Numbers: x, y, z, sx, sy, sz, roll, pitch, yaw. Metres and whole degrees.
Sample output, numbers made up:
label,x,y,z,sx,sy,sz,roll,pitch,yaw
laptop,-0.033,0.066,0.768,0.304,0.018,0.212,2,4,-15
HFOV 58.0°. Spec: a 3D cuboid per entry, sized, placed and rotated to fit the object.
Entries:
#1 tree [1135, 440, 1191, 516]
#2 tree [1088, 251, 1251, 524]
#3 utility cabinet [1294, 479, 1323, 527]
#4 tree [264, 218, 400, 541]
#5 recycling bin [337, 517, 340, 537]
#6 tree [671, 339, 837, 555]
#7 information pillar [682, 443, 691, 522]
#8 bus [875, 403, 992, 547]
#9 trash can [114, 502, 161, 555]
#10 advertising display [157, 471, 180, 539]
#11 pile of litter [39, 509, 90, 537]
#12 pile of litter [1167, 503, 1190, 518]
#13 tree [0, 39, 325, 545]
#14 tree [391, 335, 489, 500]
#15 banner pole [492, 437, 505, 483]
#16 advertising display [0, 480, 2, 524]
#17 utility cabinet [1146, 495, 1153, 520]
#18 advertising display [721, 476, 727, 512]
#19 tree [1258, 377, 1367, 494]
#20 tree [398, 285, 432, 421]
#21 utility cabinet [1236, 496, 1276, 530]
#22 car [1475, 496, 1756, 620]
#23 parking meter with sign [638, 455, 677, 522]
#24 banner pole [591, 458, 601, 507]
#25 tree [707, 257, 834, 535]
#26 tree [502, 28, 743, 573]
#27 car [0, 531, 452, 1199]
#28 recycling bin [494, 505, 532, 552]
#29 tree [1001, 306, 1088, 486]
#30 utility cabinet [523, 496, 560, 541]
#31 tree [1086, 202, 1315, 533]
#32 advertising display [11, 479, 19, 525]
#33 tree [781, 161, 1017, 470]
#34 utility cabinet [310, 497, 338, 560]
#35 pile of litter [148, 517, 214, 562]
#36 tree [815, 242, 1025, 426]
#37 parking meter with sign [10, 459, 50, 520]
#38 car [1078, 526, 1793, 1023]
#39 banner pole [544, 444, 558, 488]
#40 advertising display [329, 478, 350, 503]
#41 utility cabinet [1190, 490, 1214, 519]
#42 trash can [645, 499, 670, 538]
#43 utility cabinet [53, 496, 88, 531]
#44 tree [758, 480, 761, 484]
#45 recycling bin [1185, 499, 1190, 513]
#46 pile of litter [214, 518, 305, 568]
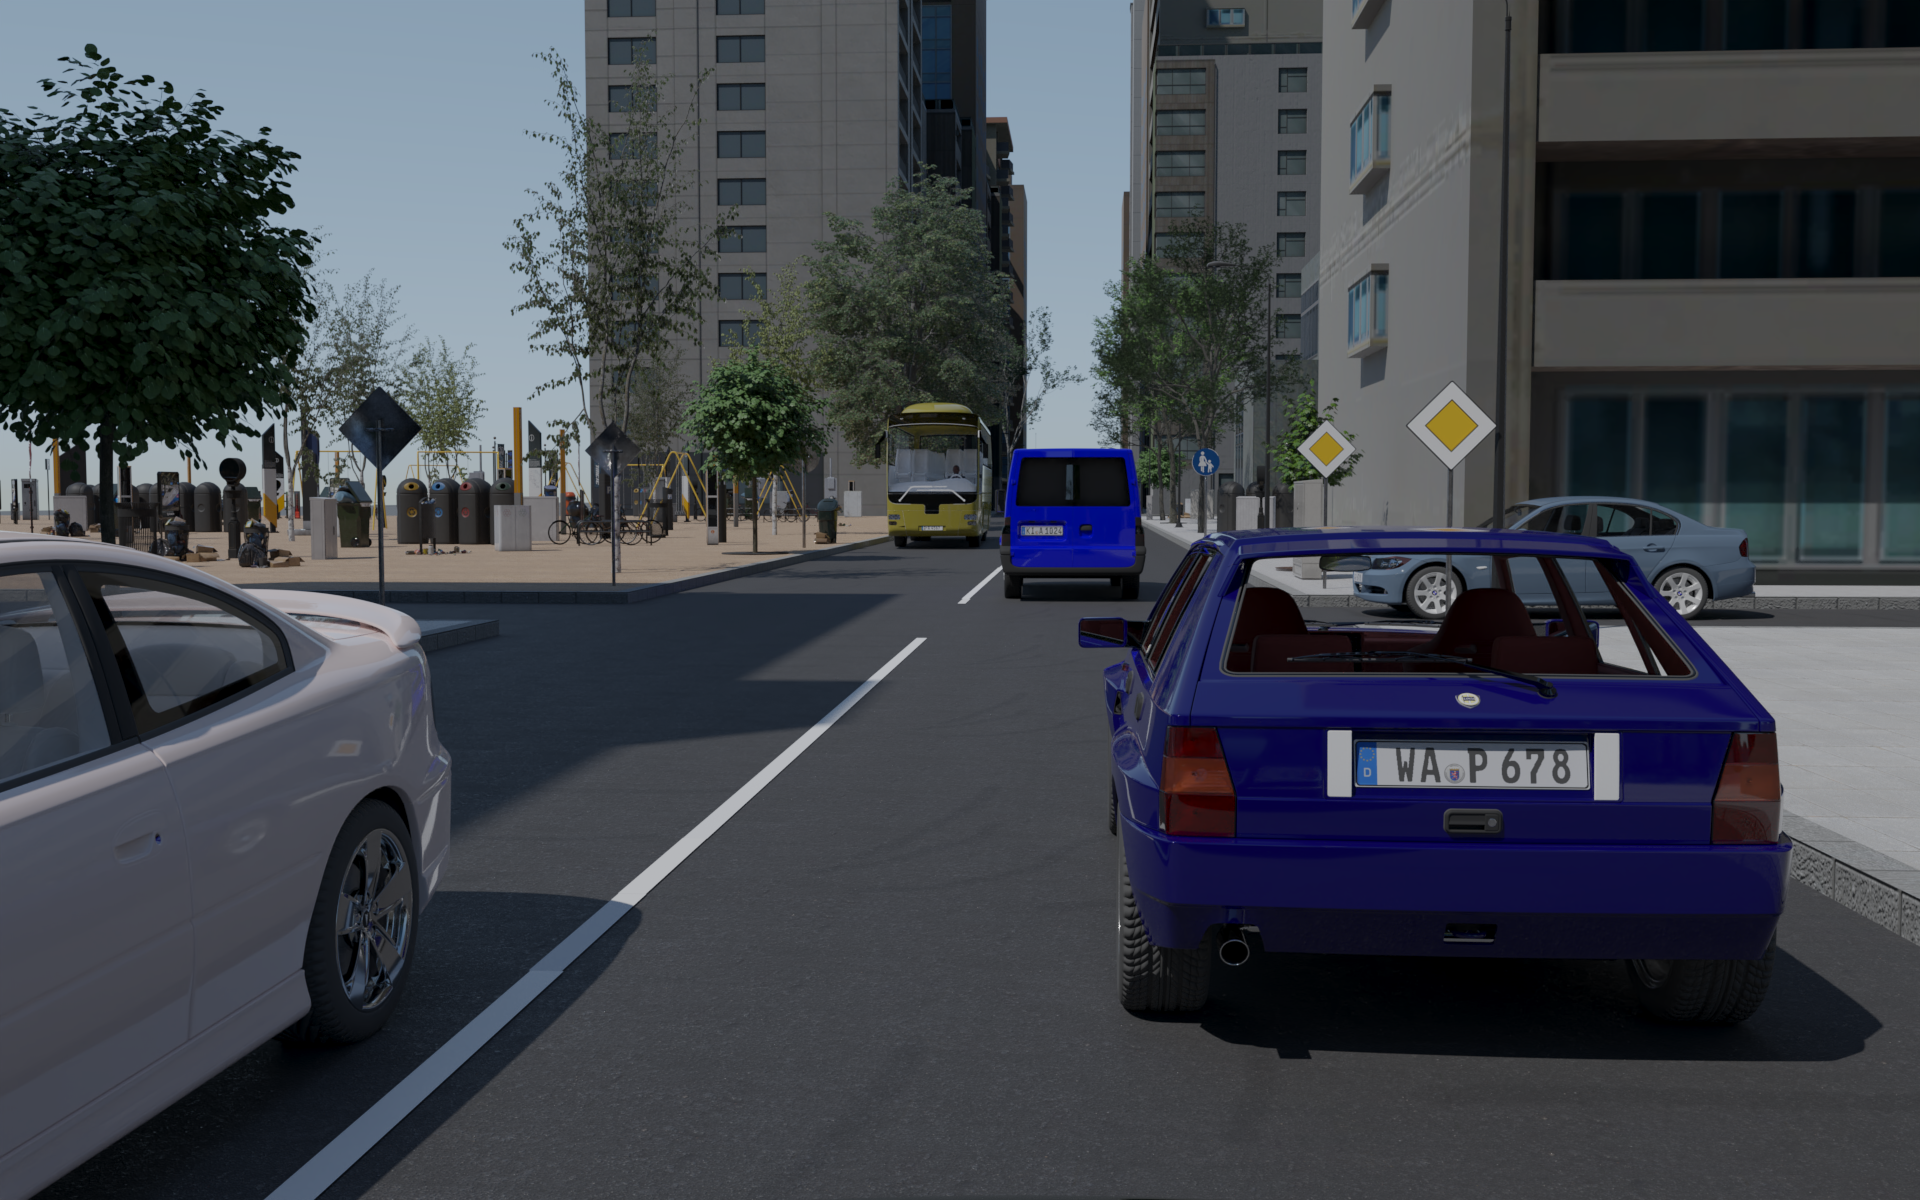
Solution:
label,x,y,z,sx,sy,sz,roll,pitch,yaw
tree,12.035,-7.303,103.125,4.285,4.588,4.351,0,3,0
tree,9.122,-9.124,74.932,9.928,11.665,9.643,0,3,0
utility cabinet,5.286,-1.084,26.406,0.318,1.500,1.173,0,4,4
tree,-17.924,-5.901,46.850,4.360,8.622,3.978,0,3,0
recycling bin,-18.227,-2.397,51.745,0.722,1.027,0.722,-1,4,-19
tree,-4.460,-3.258,36.983,4.285,4.588,4.351,0,3,0
information pillar,-12.495,-5.358,78.959,0.183,3.616,0.504,-3,5,-42
bus,-0.477,-3.595,50.329,2.896,3.916,12.252,0,4,2
trash can,-14.278,-1.127,30.080,0.748,1.137,0.748,0,3,0
advertising display,-22.580,-2.705,49.435,0.123,1.923,0.974,0,4,5
pile of litter,-26.985,-2.316,51.825,1.719,0.858,1.176,-2,4,-29
pile of litter,11.669,-4.727,91.256,1.719,0.858,1.176,0,4,7
tree,-6.250,-1.778,12.780,4.285,4.588,4.351,0,3,0
tree,-23.528,-7.895,79.441,4.737,8.622,4.395,0,3,0
banner pole,-20.138,-5.238,75.651,0.401,3.779,0.863,2,4,25
advertising display,-42.045,-4.281,75.205,0.974,1.923,0.123,1,4,19
utility cabinet,9.431,-4.587,86.153,0.306,1.237,1.020,1,4,8
advertising display,-8.637,-3.551,63.277,0.123,1.923,0.974,0,4,-3
tree,5.796,-2.090,28.770,1.663,3.219,1.824,0,3,0
tree,-19.728,-6.535,57.210,4.360,8.622,3.978,0,3,0
utility cabinet,8.003,-2.184,46.875,1.020,1.237,0.306,2,4,24
car,6.938,-0.518,20.466,4.499,1.417,2.014,0,4,2
parking meter with sign,-13.654,-5.014,78.233,1.738,3.016,0.543,-1,4,-10
banner pole,-18.660,-6.032,88.634,0.863,3.779,0.401,2,4,33
tree,-5.864,-6.353,54.230,4.737,8.622,4.395,0,3,0
tree,-5.606,-4.757,28.147,4.360,8.622,3.978,0,3,0
car,-2.566,0.553,3.313,2.083,1.381,4.827,0,4,5
recycling bin,-10.076,-1.620,39.036,0.722,1.027,0.722,-2,4,-24
tree,6.209,-19.451,173.914,12.611,20.169,13.585,0,3,0
utility cabinet,-11.480,-2.210,47.298,1.020,1.237,0.306,0,4,1
tree,7.710,-7.468,56.515,8.767,10.594,7.601,3,5,41
advertising display,-39.927,-4.157,73.178,0.123,1.923,0.974,-3,4,-36
tree,-2.222,-9.886,68.286,9.857,13.997,8.962,0,3,0
utility cabinet,-12.578,-1.414,34.278,0.306,1.237,1.020,0,4,-7
pile of litter,-14.654,-1.158,32.901,1.176,0.858,1.719,3,5,40
tree,-1.837,-10.446,81.158,12.009,13.543,11.850,0,3,0
parking meter with sign,-45.808,-5.446,85.298,1.738,3.016,0.543,-1,4,-14
car,1.386,0.397,6.083,1.945,1.354,3.894,0,4,4
banner pole,-20.463,-5.901,86.492,0.863,3.779,0.401,-1,4,-22
advertising display,-24.484,-3.865,68.413,0.974,1.923,0.123,2,4,25
utility cabinet,12.345,-4.866,88.236,1.173,1.500,0.318,2,4,24
trash can,-8.833,-2.384,50.633,0.748,1.137,0.748,0,3,0
utility cabinet,-30.671,-2.970,59.715,1.020,1.237,0.306,-1,4,-23
tree,-11.192,-8.558,90.290,4.360,8.622,3.978,0,3,0
recycling bin,12.721,-4.999,94.286,0.722,1.027,0.722,2,4,30
pile of litter,-12.253,-1.032,30.830,1.176,0.858,1.719,0,4,2
